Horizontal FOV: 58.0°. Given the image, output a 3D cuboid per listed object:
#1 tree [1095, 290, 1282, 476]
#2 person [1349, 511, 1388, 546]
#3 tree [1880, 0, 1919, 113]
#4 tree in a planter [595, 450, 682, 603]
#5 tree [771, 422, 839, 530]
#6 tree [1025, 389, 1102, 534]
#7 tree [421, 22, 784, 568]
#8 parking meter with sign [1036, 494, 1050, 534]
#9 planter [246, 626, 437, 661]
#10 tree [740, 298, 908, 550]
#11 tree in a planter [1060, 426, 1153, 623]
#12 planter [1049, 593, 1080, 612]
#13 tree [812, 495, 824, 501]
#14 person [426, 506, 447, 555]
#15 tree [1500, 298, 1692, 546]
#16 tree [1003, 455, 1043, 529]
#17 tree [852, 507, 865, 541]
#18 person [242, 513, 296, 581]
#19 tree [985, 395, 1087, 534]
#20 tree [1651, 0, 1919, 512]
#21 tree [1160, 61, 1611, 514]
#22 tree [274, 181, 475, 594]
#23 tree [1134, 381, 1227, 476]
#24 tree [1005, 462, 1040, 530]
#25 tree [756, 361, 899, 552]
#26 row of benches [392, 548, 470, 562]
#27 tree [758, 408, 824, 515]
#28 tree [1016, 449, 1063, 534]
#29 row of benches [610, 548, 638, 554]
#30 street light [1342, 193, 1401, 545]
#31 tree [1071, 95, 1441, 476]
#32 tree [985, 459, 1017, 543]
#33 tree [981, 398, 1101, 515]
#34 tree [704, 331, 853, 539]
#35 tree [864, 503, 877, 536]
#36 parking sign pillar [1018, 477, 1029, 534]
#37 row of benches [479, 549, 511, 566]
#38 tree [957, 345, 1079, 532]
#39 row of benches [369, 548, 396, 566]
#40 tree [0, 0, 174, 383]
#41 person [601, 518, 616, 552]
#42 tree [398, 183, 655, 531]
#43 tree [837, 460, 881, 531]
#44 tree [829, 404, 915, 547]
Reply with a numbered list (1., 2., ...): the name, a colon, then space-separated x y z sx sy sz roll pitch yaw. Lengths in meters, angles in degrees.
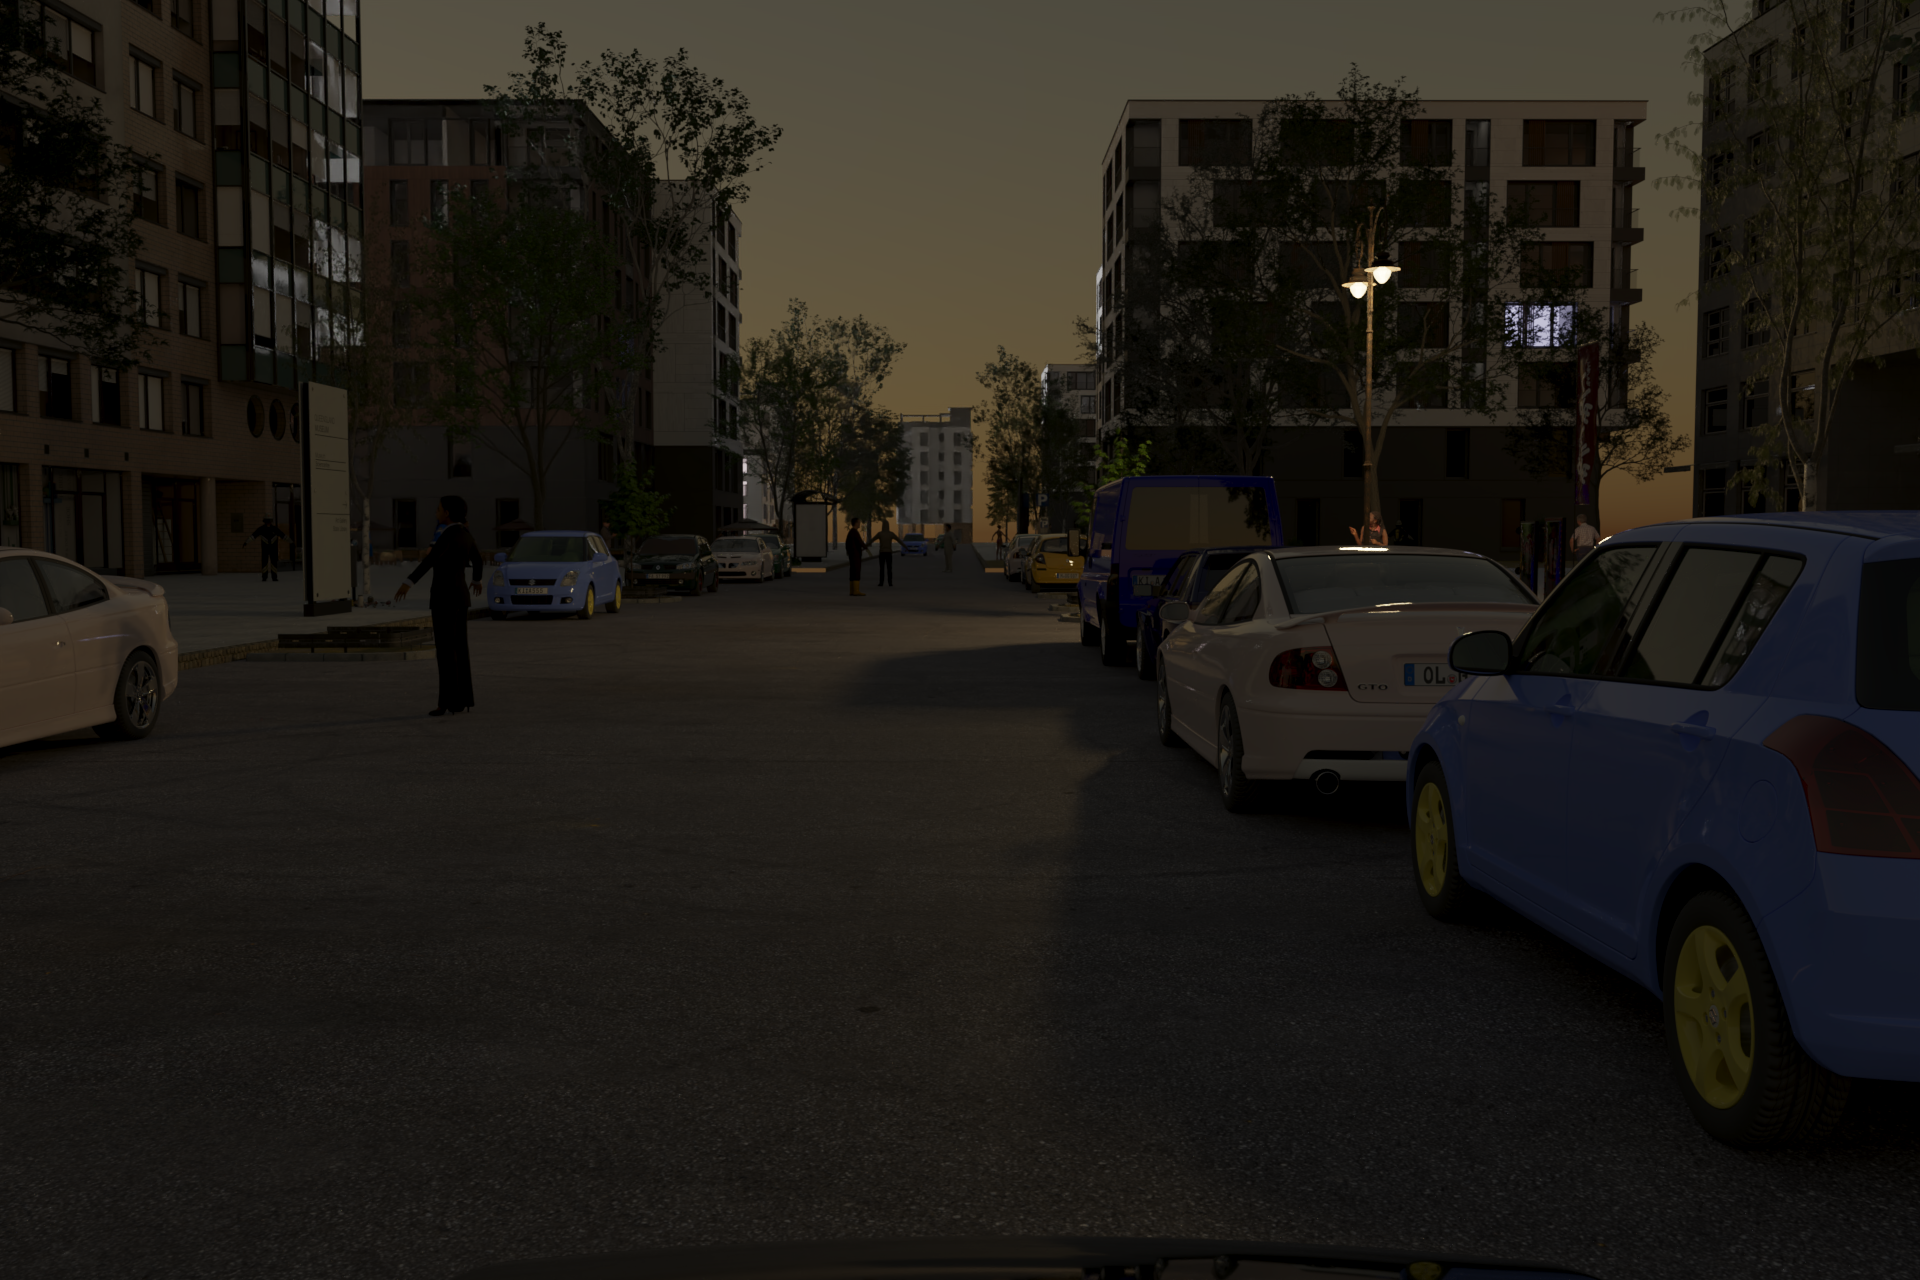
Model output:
1. tree: 8.560 -7.929 64.055 7.601 10.594 8.767 -2 4 -25
2. person: 6.472 -1.218 27.430 0.593 1.643 0.415 -1 4 -17
3. tree: 8.497 -6.184 7.764 9.857 13.997 8.962 0 3 0
4. tree in a planter: -6.986 -2.418 36.763 1.991 3.239 1.994 0 4 1
5. tree: -9.112 -9.628 107.777 4.360 8.622 3.978 0 3 0
6. tree: 5.284 -8.434 88.255 4.360 8.622 3.978 0 3 0
7. tree: -13.380 -12.804 65.235 12.611 20.169 13.585 0 3 0
8. parking meter with sign: 3.565 -4.750 73.926 0.543 3.016 1.738 0 4 -1
9. planter: -7.055 0.041 20.470 1.991 0.319 1.994 0 4 0
10. tree: -10.921 -17.328 139.207 12.611 20.169 13.585 0 3 0
11. tree in a planter: 2.664 -1.919 28.595 1.991 3.239 1.994 0 4 1
12. planter: 2.703 -0.709 32.734 1.991 0.319 1.994 0 4 -1
13. tree: -21.606 -18.925 259.780 4.360 8.622 3.978 0 3 0
14. person: -9.896 -1.656 33.056 0.704 1.831 1.345 0 4 -3
15. tree: 25.011 -8.200 68.480 7.601 10.594 8.767 0 4 7
16. tree: 5.672 -12.276 151.080 4.737 8.622 4.395 0 3 0
17. tree: -14.439 -18.673 255.671 4.737 8.622 4.395 0 3 0
18. person: -18.720 -2.511 46.925 1.351 1.845 0.704 -2 4 -27
19. tree: 5.894 -12.570 131.274 9.928 11.665 9.643 0 3 0
20. tree: 8.675 -4.136 17.978 4.360 8.622 3.978 0 3 0
21. tree: 8.175 -6.068 33.623 8.767 10.594 7.601 0 4 5
22. tree: -12.754 -5.273 36.576 4.360 8.622 3.978 0 3 0
23. tree: 9.089 -7.615 74.873 4.360 8.622 3.978 0 3 0
24. tree: 5.755 -12.737 158.613 4.360 8.622 3.978 0 3 0
25. tree: -9.326 -12.923 121.657 12.009 13.543 11.850 0 3 0
26. row of benches: -24.458 -3.944 79.947 1.422 0.672 4.104 2 4 33
27. tree: -9.416 -9.155 100.051 4.360 8.622 3.978 0 3 0
28. tree: 6.051 -11.796 143.227 4.360 8.622 3.978 0 3 0
29. row of benches: -15.684 -3.799 77.572 1.422 0.672 4.104 2 4 29
30. street light: 5.646 -3.129 23.940 0.468 5.910 1.993 0 4 0
31. tree: 8.301 -8.511 49.523 12.009 13.543 11.850 0 3 0
32. tree: 7.338 -20.825 258.616 7.486 12.596 7.792 0 3 0
33. tree: 5.572 -11.317 119.445 8.767 10.594 7.601 0 4 3
34. tree: -9.383 -10.023 89.636 9.928 11.665 9.643 0 3 0
35. tree: -14.328 -19.060 261.996 4.737 8.622 4.395 0 3 0
36. parking sign pillar: 3.026 -5.769 82.788 1.447 3.967 1.447 0 4 -2
37. row of benches: -19.056 -3.391 70.909 1.422 0.672 4.104 -2 4 -28
38. tree: 5.920 -19.337 172.053 12.611 20.169 13.585 0 3 0
39. row of benches: -24.069 -3.463 72.076 1.422 0.672 4.104 -2 4 -26
40. tree: -13.109 -5.266 20.509 7.601 10.594 8.767 0 4 -8
41. person: -10.478 -2.777 51.970 0.750 1.759 0.617 1 4 17
42. tree: -12.678 -7.707 51.758 9.928 11.665 9.643 0 3 0
43. tree: -9.627 -12.813 159.859 4.737 8.622 4.395 0 3 0
44. tree: -9.076 -16.185 171.284 9.857 13.997 8.962 0 3 0
